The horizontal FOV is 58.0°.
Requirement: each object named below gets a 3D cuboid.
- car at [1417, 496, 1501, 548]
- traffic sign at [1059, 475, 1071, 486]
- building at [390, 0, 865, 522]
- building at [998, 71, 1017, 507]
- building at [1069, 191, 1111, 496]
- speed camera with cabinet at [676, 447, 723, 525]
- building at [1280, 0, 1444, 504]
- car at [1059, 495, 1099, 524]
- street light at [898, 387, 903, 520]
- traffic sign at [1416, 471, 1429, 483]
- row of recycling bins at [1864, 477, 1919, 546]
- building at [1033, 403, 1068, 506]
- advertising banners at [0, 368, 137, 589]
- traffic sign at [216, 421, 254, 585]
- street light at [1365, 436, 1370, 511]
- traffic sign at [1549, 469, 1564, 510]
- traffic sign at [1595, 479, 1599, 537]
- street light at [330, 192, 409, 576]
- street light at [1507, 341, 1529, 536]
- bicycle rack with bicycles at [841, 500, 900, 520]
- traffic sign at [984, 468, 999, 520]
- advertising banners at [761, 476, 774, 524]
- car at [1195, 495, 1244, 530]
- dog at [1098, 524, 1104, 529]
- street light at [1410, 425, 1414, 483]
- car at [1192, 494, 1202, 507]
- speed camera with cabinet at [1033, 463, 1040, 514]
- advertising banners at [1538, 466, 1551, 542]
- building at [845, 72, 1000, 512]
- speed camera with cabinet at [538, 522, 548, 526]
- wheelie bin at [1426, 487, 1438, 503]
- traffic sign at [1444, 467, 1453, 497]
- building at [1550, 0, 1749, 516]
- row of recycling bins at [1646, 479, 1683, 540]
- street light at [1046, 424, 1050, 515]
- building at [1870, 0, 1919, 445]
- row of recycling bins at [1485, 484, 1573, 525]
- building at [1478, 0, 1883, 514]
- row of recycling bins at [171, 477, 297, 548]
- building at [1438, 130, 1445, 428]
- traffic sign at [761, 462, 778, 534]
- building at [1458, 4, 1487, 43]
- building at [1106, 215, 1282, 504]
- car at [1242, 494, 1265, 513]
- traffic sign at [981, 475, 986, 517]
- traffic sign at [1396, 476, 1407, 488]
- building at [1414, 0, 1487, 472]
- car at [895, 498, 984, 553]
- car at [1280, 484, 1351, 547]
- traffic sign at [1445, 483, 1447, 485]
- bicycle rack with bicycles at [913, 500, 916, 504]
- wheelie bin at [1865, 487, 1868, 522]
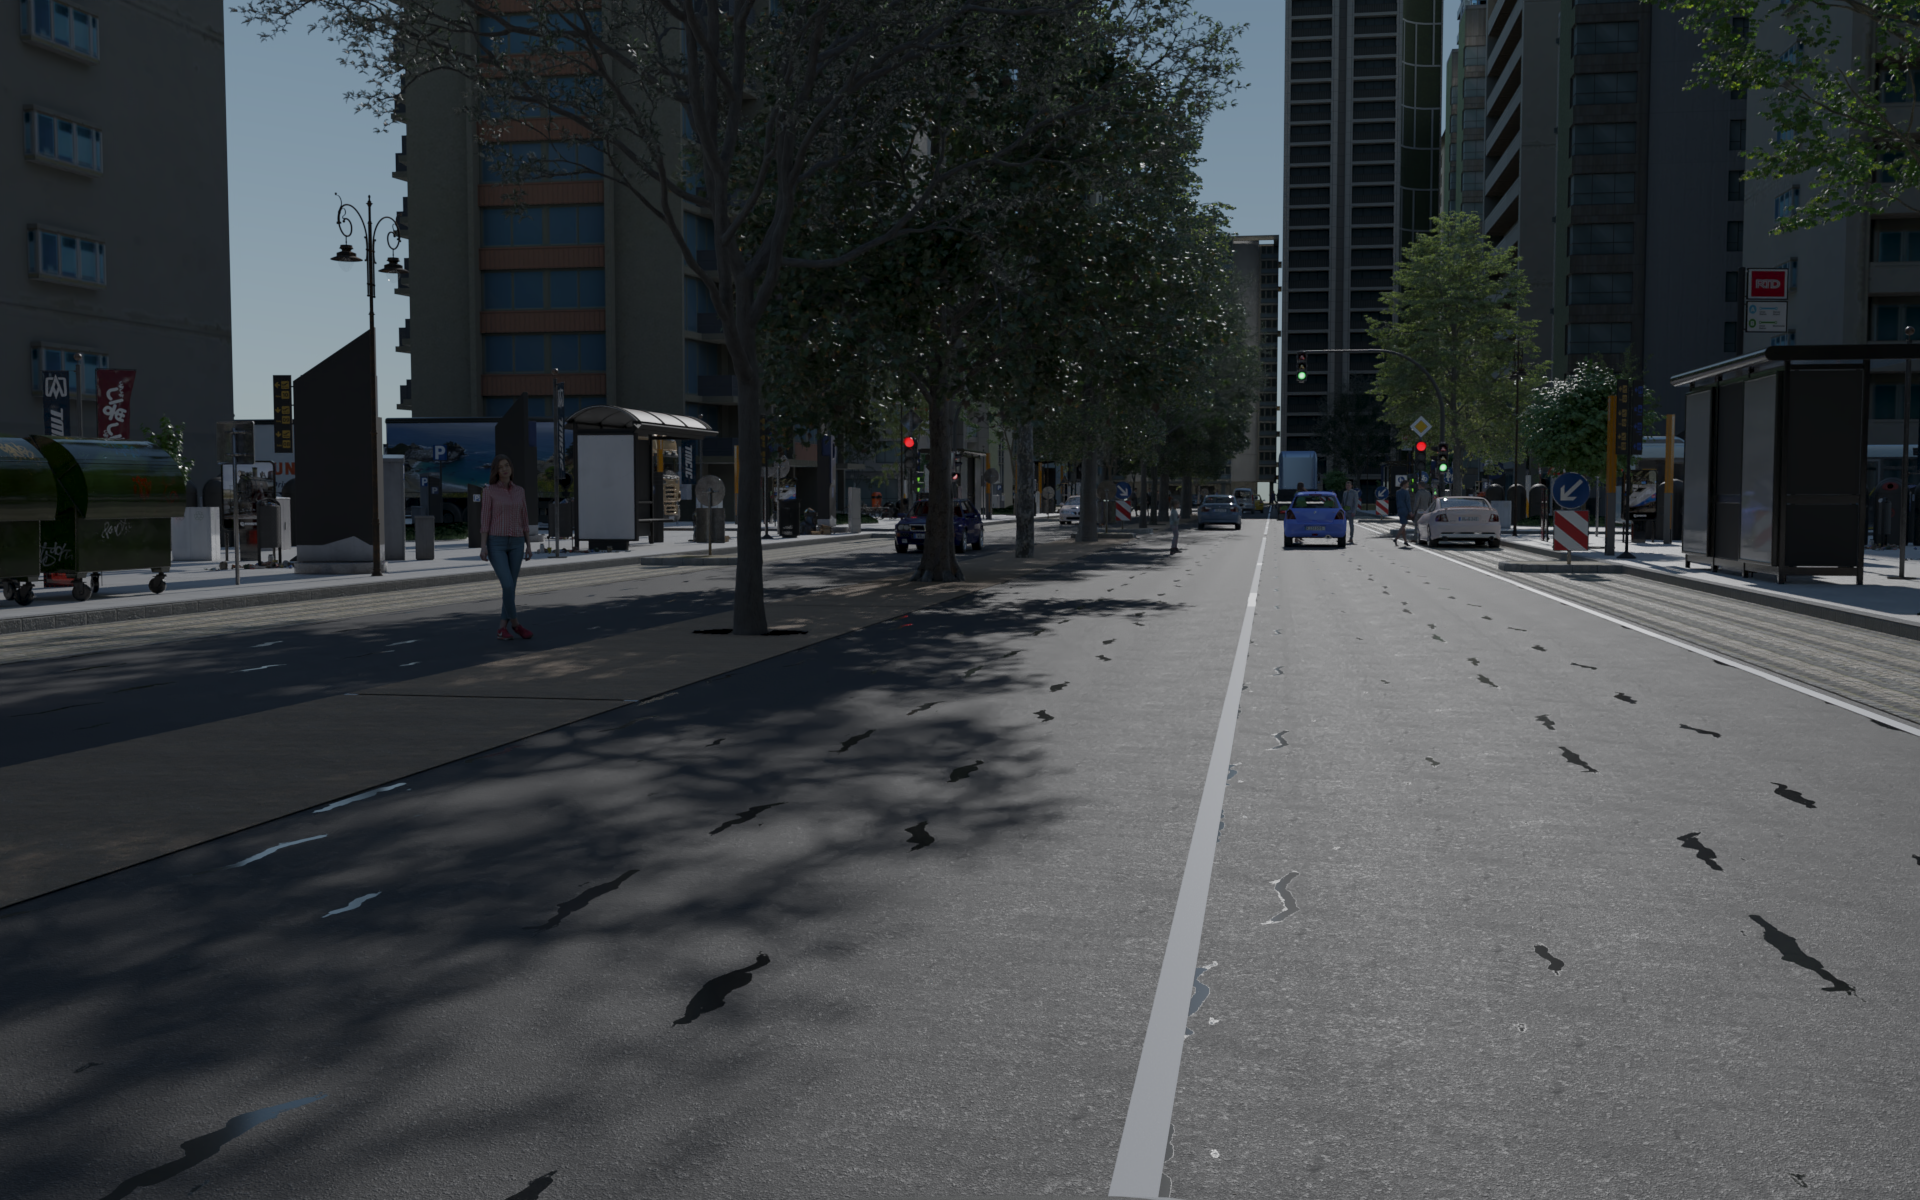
[{"bbox_3d":[13.630,-2.144,47.410,2.083,1.381,4.827,1,4,9],"label":"car"},{"bbox_3d":[7.227,-7.318,119.647,0.884,2.594,0.081,1,4,17],"label":"traffic sign"},{"bbox_3d":[-17.637,-26.830,93.296,22.147,44.769,28.867,1,4,10],"label":"building"},{"bbox_3d":[-5.466,-51.598,156.291,22.319,86.520,31.000,1,4,10],"label":"building"},{"bbox_3d":[9.585,-37.833,242.276,21.600,48.544,21.300,1,4,10],"label":"building"},{"bbox_3d":[-10.975,-4.772,72.362,2.038,3.252,0.660,1,4,12],"label":"speed camera with cabinet"},{"bbox_3d":[53.951,-48.639,233.507,20.611,71.187,20.563,1,4,10],"label":"building"},{"bbox_3d":[5.884,-4.338,83.283,2.083,1.381,4.827,1,4,10],"label":"car"},{"bbox_3d":[-2.210,-5.680,65.652,0.468,5.910,1.993,1,4,10],"label":"street light"},{"bbox_3d":[25.495,-5.847,95.709,0.768,2.556,0.104,1,4,14],"label":"traffic sign"},{"bbox_3d":[22.774,-2.216,43.343,3.534,1.692,1.069,2,4,26],"label":"row of recycling bins"},{"bbox_3d":[-1.079,-37.073,195.375,27.495,52.752,28.713,1,4,10],"label":"building"},{"bbox_3d":[-12.396,-1.688,23.787,2.074,3.025,0.090,-3,4,-36],"label":"advertising banners"},{"bbox_3d":[-10.202,-1.362,24.399,0.606,2.300,0.079,1,4,15],"label":"traffic sign"},{"bbox_3d":[31.614,-9.882,134.359,0.468,5.910,1.993,1,4,10],"label":"street light"},{"bbox_3d":[16.836,-2.959,48.375,0.884,2.594,0.081,1,4,11],"label":"traffic sign"},{"bbox_3d":[19.194,-3.182,52.133,0.768,2.556,0.104,1,4,18],"label":"traffic sign"},{"bbox_3d":[-9.123,-3.311,26.925,0.468,5.910,1.993,1,4,10],"label":"street light"},{"bbox_3d":[16.825,-4.866,52.349,0.468,5.910,1.993,1,4,10],"label":"street light"},{"bbox_3d":[-4.522,-4.494,86.866,2.925,0.926,2.852,0,4,1],"label":"bicycle rack with bicycles"},{"bbox_3d":[1.540,-5.229,85.597,0.768,2.556,0.104,1,4,15],"label":"traffic sign"},{"bbox_3d":[-8.302,-4.755,73.936,0.090,3.025,2.074,1,4,12],"label":"advertising banners"},{"bbox_3d":[10.664,-3.615,71.111,2.014,1.417,4.499,1,4,9],"label":"car"},{"bbox_3d":[5.569,-2.987,68.124,0.406,0.507,0.540,-1,4,-23],"label":"dog"},{"bbox_3d":[23.836,-7.244,91.233,0.468,5.910,1.993,1,4,10],"label":"street light"},{"bbox_3d":[24.359,-10.318,178.483,2.009,1.686,4.222,1,4,9],"label":"car"},{"bbox_3d":[4.616,-7.085,110.173,0.660,3.252,2.038,1,4,12],"label":"speed camera with cabinet"},{"bbox_3d":[15.968,-3.130,47.371,0.090,3.025,2.074,1,4,11],"label":"advertising banners"},{"bbox_3d":[-5.092,-27.025,125.449,14.154,41.232,14.086,1,4,10],"label":"building"},{"bbox_3d":[-15.692,-4.547,68.675,2.038,3.252,0.660,1,4,13],"label":"speed camera with cabinet"},{"bbox_3d":[21.141,-4.274,77.784,0.693,1.594,0.980,2,4,27],"label":"wheelie bin"},{"bbox_3d":[23.435,-5.061,82.860,0.768,2.556,0.104,1,4,13],"label":"traffic sign"},{"bbox_3d":[39.386,-19.721,94.140,14.160,30.474,14.107,1,4,10],"label":"building"},{"bbox_3d":[20.150,-2.492,47.852,1.069,1.692,3.534,-2,4,-34],"label":"row of recycling bins"},{"bbox_3d":[5.471,-8.268,107.963,0.468,5.910,1.993,1,4,10],"label":"street light"},{"bbox_3d":[46.222,-27.557,74.262,21.600,48.544,21.300,1,4,10],"label":"building"},{"bbox_3d":[23.641,-3.970,72.023,3.534,1.692,1.069,2,4,27],"label":"row of recycling bins"},{"bbox_3d":[48.845,-30.414,120.977,21.300,48.544,21.600,1,4,10],"label":"building"},{"bbox_3d":[-17.533,-2.149,42.255,3.534,1.692,1.069,-1,4,-21],"label":"row of recycling bins"},{"bbox_3d":[78.896,-39.418,233.718,27.495,52.752,28.713,1,4,10],"label":"building"},{"bbox_3d":[-5.912,-3.219,52.736,0.768,2.556,0.104,1,4,17],"label":"traffic sign"},{"bbox_3d":[49.316,-28.396,147.865,14.154,41.232,14.086,1,4,10],"label":"building"},{"bbox_3d":[33.149,-33.814,244.733,23.993,40.220,32.217,1,4,10],"label":"building"},{"bbox_3d":[21.978,-7.347,130.348,2.015,1.641,3.980,1,4,9],"label":"car"},{"bbox_3d":[1.417,-5.697,95.269,0.606,2.300,0.079,1,4,11],"label":"traffic sign"},{"bbox_3d":[23.884,-5.606,93.782,0.606,2.300,0.079,1,4,14],"label":"traffic sign"},{"bbox_3d":[61.098,-53.177,182.118,22.319,86.520,31.000,1,4,10],"label":"building"},{"bbox_3d":[-0.499,-1.880,43.326,1.945,1.354,3.894,1,4,10],"label":"car"},{"bbox_3d":[9.874,-2.357,48.131,1.945,1.707,3.694,1,4,12],"label":"car"},{"bbox_3d":[27.428,-6.013,98.421,0.768,2.556,0.104,1,4,11],"label":"traffic sign"},{"bbox_3d":[-2.813,-5.288,99.849,2.852,0.926,2.925,-2,4,-26],"label":"bicycle rack with bicycles"},{"bbox_3d":[16.722,-1.527,32.876,0.693,1.594,0.980,-1,4,-22],"label":"wheelie bin"}]
